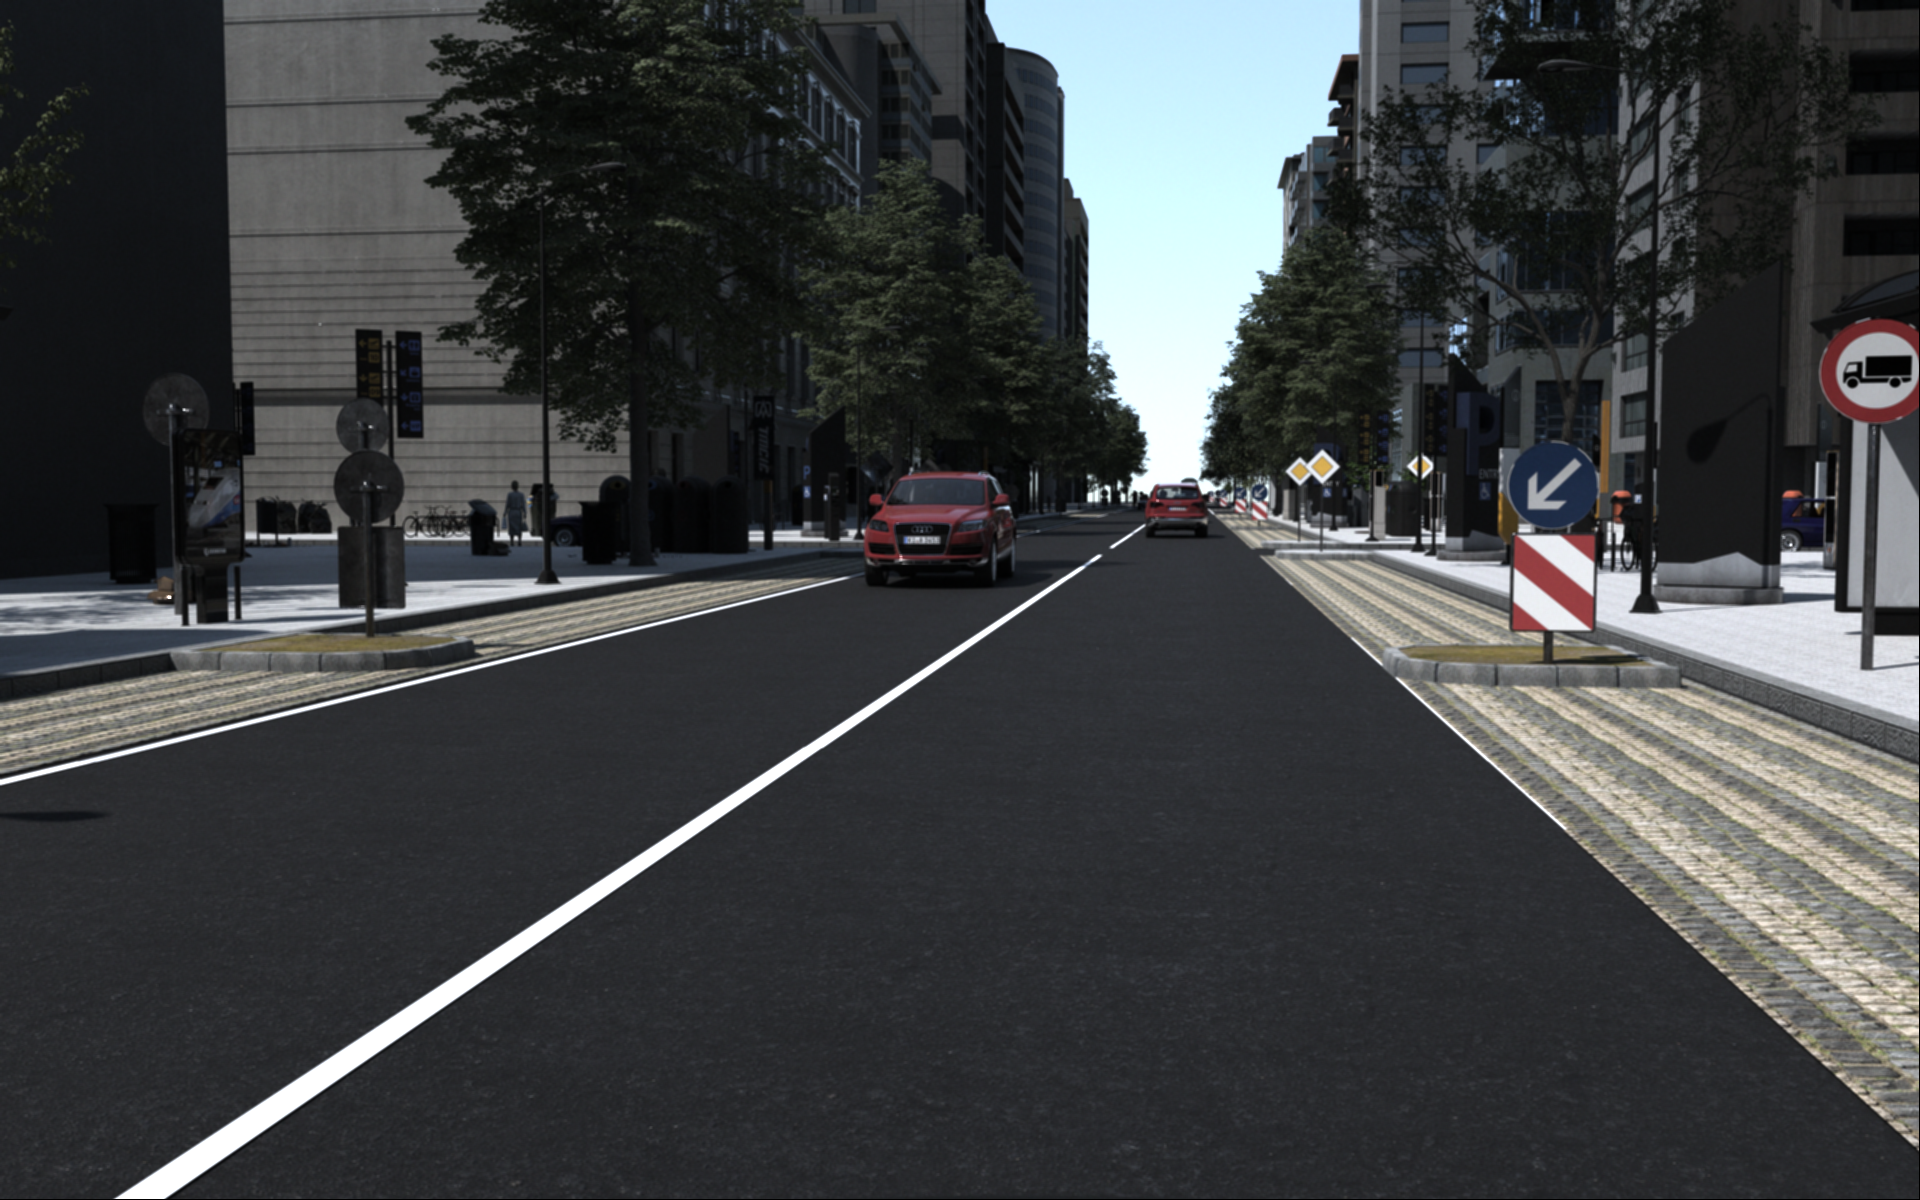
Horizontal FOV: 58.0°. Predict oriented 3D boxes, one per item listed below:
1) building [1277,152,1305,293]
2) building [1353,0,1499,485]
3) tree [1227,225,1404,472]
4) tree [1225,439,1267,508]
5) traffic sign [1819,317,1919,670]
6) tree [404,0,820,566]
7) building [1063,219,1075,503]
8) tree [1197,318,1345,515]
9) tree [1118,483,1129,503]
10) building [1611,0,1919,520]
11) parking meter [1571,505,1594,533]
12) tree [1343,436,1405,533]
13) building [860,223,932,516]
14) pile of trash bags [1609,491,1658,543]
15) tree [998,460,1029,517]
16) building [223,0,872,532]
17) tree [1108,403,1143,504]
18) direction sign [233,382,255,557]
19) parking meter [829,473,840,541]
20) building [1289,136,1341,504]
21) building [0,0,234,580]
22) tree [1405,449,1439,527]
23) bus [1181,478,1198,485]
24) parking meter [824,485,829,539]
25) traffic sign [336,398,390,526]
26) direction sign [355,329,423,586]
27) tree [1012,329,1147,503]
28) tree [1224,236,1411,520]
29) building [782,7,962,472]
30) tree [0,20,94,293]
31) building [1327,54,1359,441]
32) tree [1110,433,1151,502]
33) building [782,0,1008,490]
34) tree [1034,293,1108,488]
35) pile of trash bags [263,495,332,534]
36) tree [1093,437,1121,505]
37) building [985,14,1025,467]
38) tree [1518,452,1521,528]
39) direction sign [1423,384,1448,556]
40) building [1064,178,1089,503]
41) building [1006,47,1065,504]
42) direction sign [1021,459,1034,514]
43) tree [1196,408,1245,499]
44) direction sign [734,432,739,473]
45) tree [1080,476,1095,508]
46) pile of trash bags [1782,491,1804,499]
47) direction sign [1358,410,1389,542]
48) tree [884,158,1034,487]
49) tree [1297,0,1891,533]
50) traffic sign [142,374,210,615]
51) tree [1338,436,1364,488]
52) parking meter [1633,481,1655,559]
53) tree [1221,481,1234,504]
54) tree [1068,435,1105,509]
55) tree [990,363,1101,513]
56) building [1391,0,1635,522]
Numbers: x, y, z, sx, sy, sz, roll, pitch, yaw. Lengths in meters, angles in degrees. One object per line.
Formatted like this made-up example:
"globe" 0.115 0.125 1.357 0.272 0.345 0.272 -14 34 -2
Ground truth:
"building" 62.749 -41.089 261.037 28.713 52.752 27.495 0 4 8
"building" 43.322 -36.690 141.878 21.231 58.520 28.212 0 4 8
"tree" 15.136 -9.533 73.985 7.486 12.596 7.792 0 3 0
"tree" 26.879 -12.931 161.777 4.737 8.622 4.395 0 3 0
"traffic sign" 6.617 -0.762 12.562 0.768 2.556 0.104 1 4 16
"tree" -5.620 -6.853 30.167 7.486 12.596 7.792 0 3 0
"building" 9.151 -34.705 251.013 14.154 41.232 14.086 0 4 8
"tree" 19.821 -11.663 107.693 9.611 12.733 9.660 0 3 0
"tree" 24.560 -16.090 257.675 1.663 3.219 1.824 0 3 0
"building" 31.582 -17.627 59.899 14.107 30.474 14.160 0 4 8
"parking meter" 11.961 -1.684 33.252 0.399 1.863 0.255 1 4 17
"tree" 13.353 -3.807 56.846 1.663 3.219 1.824 0 3 0
"building" -8.049 -15.021 110.214 10.561 19.102 19.286 0 4 8
"pile of trash bags" 18.456 -2.231 46.226 1.912 1.369 3.447 -1 4 -13
"tree" 3.029 -6.293 97.488 1.663 3.219 1.824 0 3 0
"building" -15.939 -18.505 78.964 17.030 29.872 44.131 0 4 8
"tree" 19.102 -18.024 212.823 7.486 12.596 7.792 0 3 0
"direction sign" -14.633 -2.642 35.191 0.876 3.537 0.379 2 4 28
"parking meter" -3.437 -2.543 47.292 0.255 1.863 0.399 -1 4 -13
"building" 55.701 -37.436 231.692 23.786 49.044 30.456 0 4 8
"building" -26.006 -14.322 27.673 24.014 27.812 14.314 0 4 8
"tree" 17.836 -4.446 67.294 1.663 3.219 1.824 0 3 0
"bus" 35.050 -16.703 264.638 2.896 3.916 12.252 0 4 8
"parking meter" -3.728 -2.538 49.914 0.372 1.533 0.369 0 3 0
"traffic sign" -7.937 -1.401 23.015 0.768 2.556 0.104 1 4 11
"direction sign" -7.897 -1.960 24.049 0.876 3.537 0.379 -2 4 -28
"tree" 7.824 -13.955 134.813 9.857 13.997 8.962 0 3 0
"tree" 17.537 -10.983 86.234 9.857 13.997 8.962 0 3 0
"building" -15.258 -27.260 137.577 32.217 40.220 23.993 0 4 8
"tree" -12.470 -4.232 19.558 4.737 8.622 4.395 0 3 0
"building" 47.689 -31.567 170.739 22.147 44.769 28.867 0 4 8
"tree" 26.502 -21.354 274.899 9.928 11.665 9.643 0 3 0
"building" -6.154 -44.054 158.538 20.563 71.187 20.611 0 4 8
"tree" 1.454 -10.017 81.912 7.486 12.596 7.792 0 3 0
"pile of trash bags" -22.179 -2.830 56.028 3.447 1.369 1.912 -2 4 -26
"tree" 16.111 -15.097 197.193 4.737 8.622 4.395 0 3 0
"building" -4.895 -34.087 181.019 21.300 48.544 21.600 0 4 8
"tree" 20.948 -4.367 66.000 1.663 3.219 1.824 0 3 0
"direction sign" 9.837 -2.684 35.878 0.876 3.537 0.379 -3 5 -44
"building" 8.633 -39.473 269.086 21.300 48.544 21.600 0 4 8
"building" 2.188 -42.006 228.790 21.231 58.520 28.212 0 4 8
"direction sign" 4.362 -7.364 112.404 0.876 3.537 0.379 -1 4 -19
"tree" 30.393 -16.799 185.027 12.009 13.543 11.850 0 3 0
"direction sign" -8.364 -4.360 63.288 0.876 3.537 0.379 3 5 41
"tree" 11.379 -9.971 157.627 1.663 3.219 1.824 0 3 0
"pile of trash bags" 23.204 -2.252 46.566 3.447 1.369 1.912 -2 4 -34
"direction sign" 11.181 -3.358 46.896 0.876 3.537 0.379 -1 4 -12
"tree" -2.135 -8.591 58.586 7.486 12.596 7.792 0 3 0
"tree" 9.442 -5.669 27.097 8.767 10.594 7.601 1 4 16
"traffic sign" -8.307 -1.115 18.338 0.768 2.556 0.104 0 4 8
"tree" 20.803 -6.820 95.217 4.285 4.588 4.351 0 3 0
"parking meter" 13.450 -1.569 34.072 0.372 1.533 0.369 0 3 0
"tree" 38.976 -15.801 252.942 1.663 3.219 1.824 0 3 0
"tree" 10.870 -12.406 153.194 4.360 8.622 3.978 0 3 0
"tree" 5.552 -11.231 118.041 8.767 10.594 7.601 1 4 10
"building" 36.565 -47.635 91.498 22.319 86.520 31.000 0 4 8
